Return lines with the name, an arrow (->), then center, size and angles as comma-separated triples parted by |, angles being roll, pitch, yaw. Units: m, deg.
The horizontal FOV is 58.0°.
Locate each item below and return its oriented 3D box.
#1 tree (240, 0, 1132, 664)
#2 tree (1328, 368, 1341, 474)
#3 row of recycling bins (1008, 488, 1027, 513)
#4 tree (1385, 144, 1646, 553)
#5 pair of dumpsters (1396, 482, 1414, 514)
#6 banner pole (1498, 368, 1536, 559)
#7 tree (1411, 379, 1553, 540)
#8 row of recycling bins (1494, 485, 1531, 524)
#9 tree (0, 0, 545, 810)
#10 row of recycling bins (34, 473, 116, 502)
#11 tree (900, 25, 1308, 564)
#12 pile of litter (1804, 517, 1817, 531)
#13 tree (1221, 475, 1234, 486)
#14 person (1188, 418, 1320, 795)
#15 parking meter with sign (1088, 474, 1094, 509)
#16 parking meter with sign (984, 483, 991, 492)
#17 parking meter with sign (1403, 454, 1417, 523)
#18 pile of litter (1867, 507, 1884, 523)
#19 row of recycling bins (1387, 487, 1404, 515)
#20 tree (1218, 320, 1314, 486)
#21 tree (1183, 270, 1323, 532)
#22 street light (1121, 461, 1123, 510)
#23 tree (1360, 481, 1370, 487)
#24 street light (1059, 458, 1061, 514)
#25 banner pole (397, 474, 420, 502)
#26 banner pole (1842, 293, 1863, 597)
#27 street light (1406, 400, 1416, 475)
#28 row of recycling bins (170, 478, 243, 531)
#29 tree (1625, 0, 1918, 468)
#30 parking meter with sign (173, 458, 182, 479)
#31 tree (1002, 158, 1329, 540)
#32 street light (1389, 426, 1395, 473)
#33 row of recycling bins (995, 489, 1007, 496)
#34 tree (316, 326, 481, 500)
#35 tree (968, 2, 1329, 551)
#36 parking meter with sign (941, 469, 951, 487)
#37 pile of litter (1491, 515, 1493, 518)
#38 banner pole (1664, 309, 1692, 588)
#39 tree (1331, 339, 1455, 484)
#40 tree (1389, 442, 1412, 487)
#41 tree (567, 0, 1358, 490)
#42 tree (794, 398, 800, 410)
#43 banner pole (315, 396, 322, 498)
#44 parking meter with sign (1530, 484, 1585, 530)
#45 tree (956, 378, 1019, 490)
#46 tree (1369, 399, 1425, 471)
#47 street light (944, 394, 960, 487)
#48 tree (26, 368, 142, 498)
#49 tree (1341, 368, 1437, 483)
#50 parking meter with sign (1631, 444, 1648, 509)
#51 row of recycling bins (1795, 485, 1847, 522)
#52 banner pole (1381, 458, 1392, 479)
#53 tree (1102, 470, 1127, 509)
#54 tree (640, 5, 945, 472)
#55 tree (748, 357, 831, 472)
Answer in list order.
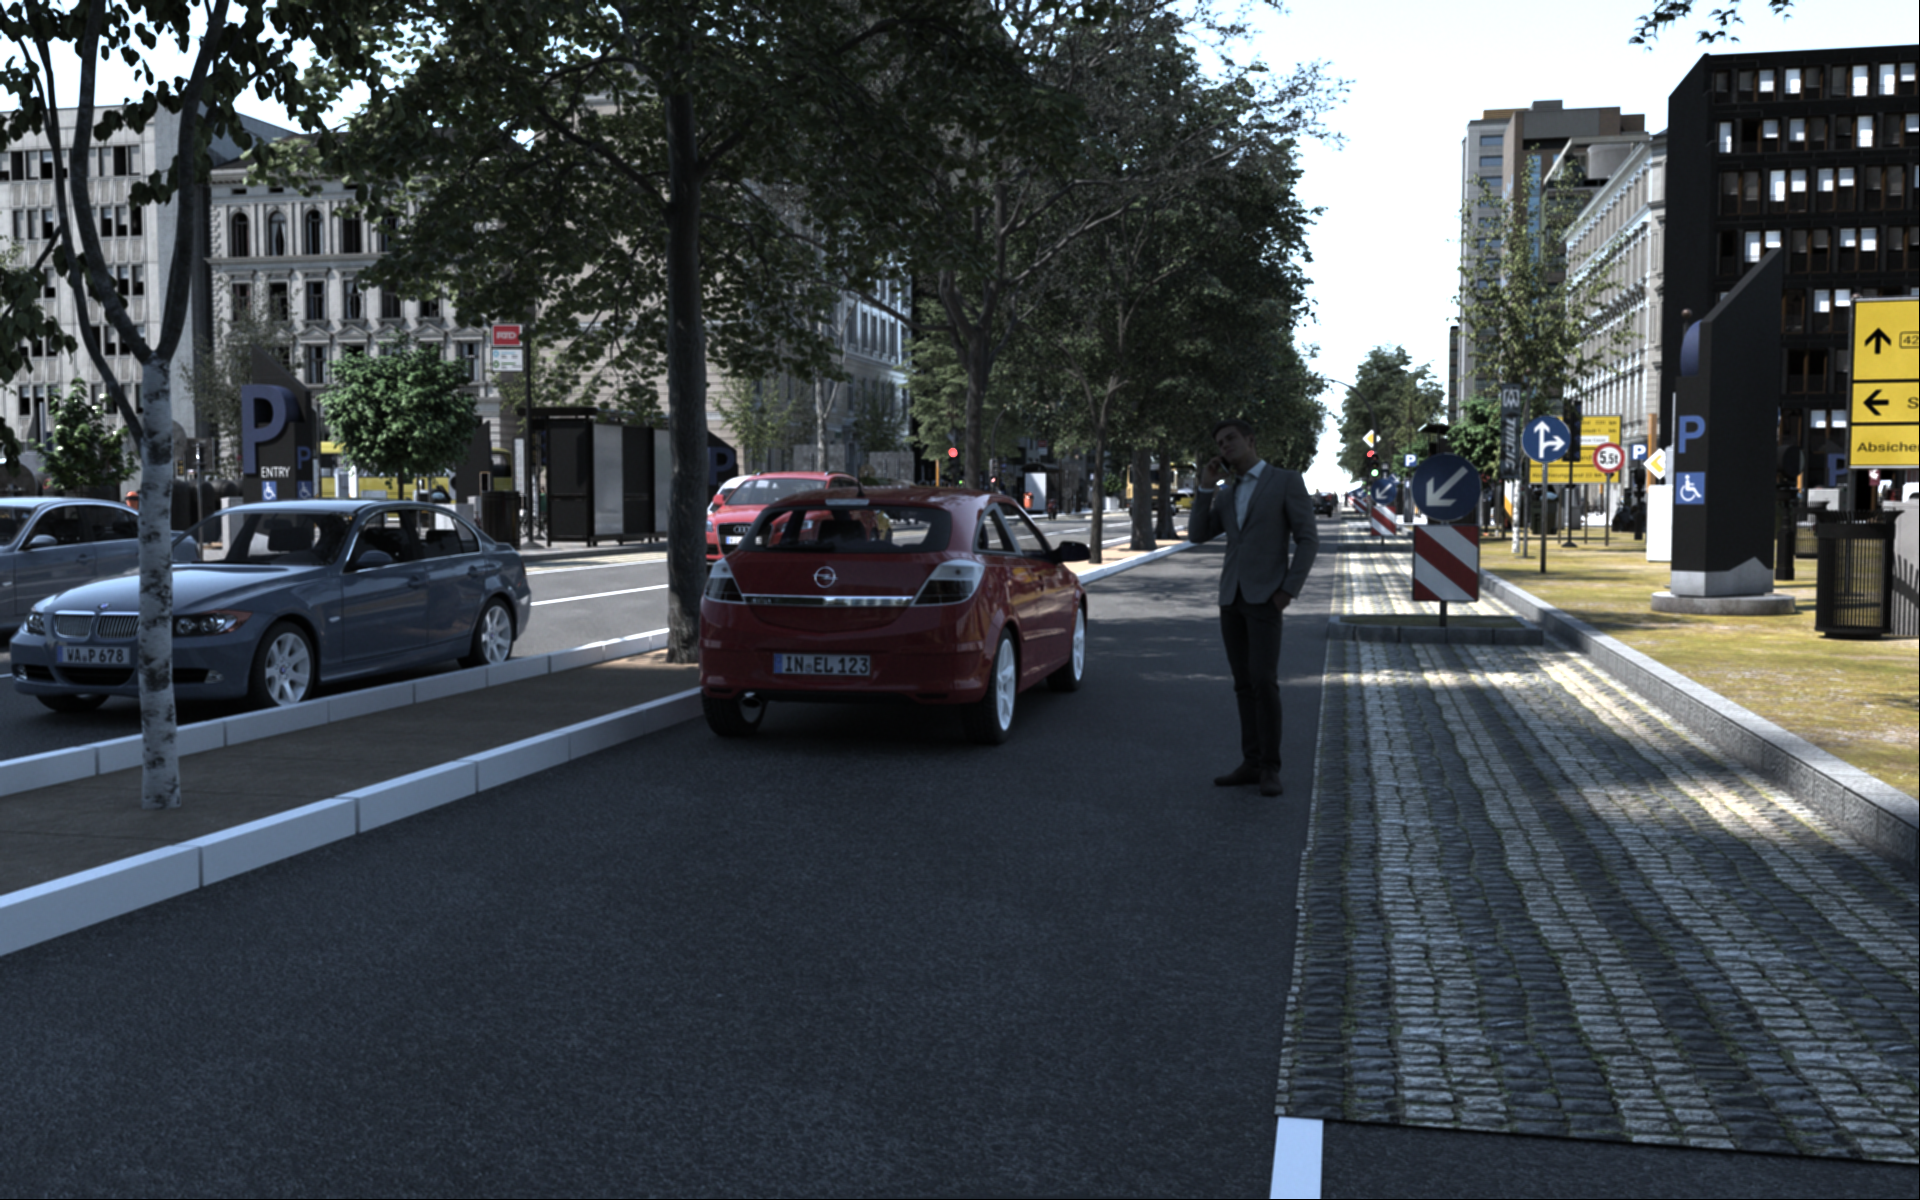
tree -> -2.268, -5.707, 13.894 | 7.486, 12.596, 7.792 | 0, 3, 0
tree -> 15.043, -10.536, 91.735 | 9.611, 12.733, 9.660 | 0, 3, 0
row of recycling bins -> 4.624, -6.898, 119.890 | 1.069, 1.692, 3.534 | 2, 4, 25
tree -> 12.325, -5.333, 37.562 | 4.737, 8.622, 4.395 | 0, 3, 0
pair of dumpsters -> 28.435, -6.638, 111.019 | 1.574, 2.255, 4.437 | 1, 4, 12
banner pole -> 11.082, -2.718, 34.456 | 0.863, 3.779, 0.401 | -1, 4, -17
tree -> 15.372, -3.986, 48.890 | 4.285, 4.588, 4.351 | 0, 3, 0
row of recycling bins -> 23.918, -4.156, 75.058 | 1.069, 1.692, 3.534 | 2, 4, 32
tree -> -3.624, -3.366, 7.861 | 4.737, 8.622, 4.395 | 0, 3, 0
row of recycling bins -> -17.733, -1.638, 33.898 | 3.534, 1.692, 1.069 | 2, 4, 34
tree -> 2.661, -5.983, 34.696 | 8.767, 10.594, 7.601 | 1, 4, 12
pile of litter -> 30.125, -2.829, 60.220 | 1.176, 0.858, 1.719 | 0, 4, -5
tree -> 43.118, -19.957, 276.651 | 4.737, 8.622, 4.395 | 0, 3, 0
person -> 1.423, 0.014, 8.451 | 0.473, 1.802, 0.592 | -2, 4, -28
parking meter with sign -> 11.287, -9.348, 149.094 | 0.543, 3.016, 1.738 | 0, 4, -6
parking meter with sign -> 1.961, -7.289, 115.433 | 0.543, 3.016, 1.738 | 3, 5, 43
parking meter with sign -> 19.839, -4.906, 76.468 | 0.543, 3.016, 1.738 | 1, 4, 13
pile of litter -> 39.235, -3.661, 73.822 | 1.719, 0.858, 1.176 | -1, 4, -17
row of recycling bins -> 26.640, -6.036, 105.802 | 1.069, 1.692, 3.534 | 1, 4, 16
tree -> 12.912, -9.911, 82.636 | 7.486, 12.596, 7.792 | 0, 3, 0
tree -> 8.872, -8.333, 64.462 | 9.928, 11.665, 9.643 | 0, 3, 0
street light -> 13.327, -10.346, 141.946 | 0.468, 5.910, 1.993 | 1, 4, 12
tree -> 55.728, -15.169, 231.726 | 4.285, 4.588, 4.351 | 0, 3, 0
street light -> 6.432, -8.448, 110.907 | 0.468, 5.910, 1.993 | 1, 4, 12
banner pole -> -16.555, -3.801, 52.158 | 0.863, 3.779, 0.401 | 0, 4, 0
banner pole -> 11.311, -1.926, 21.514 | 0.401, 3.779, 0.863 | -3, 4, -36
street light -> 22.204, -6.894, 85.508 | 0.468, 5.910, 1.993 | 1, 4, 12
row of recycling bins -> -20.149, -2.406, 46.456 | 1.069, 1.692, 3.534 | 1, 4, 15
tree -> 5.470, -4.462, 7.359 | 7.601, 10.594, 8.767 | 1, 4, 21
parking meter with sign -> -28.437, -4.019, 61.964 | 1.738, 3.016, 0.543 | 3, 5, 43
tree -> 6.447, -8.243, 54.243 | 9.611, 12.733, 9.660 | 0, 3, 0
street light -> 29.088, -8.797, 116.617 | 0.468, 5.910, 1.993 | 1, 4, 12
row of recycling bins -> 2.314, -8.120, 139.882 | 3.534, 1.692, 1.069 | -1, 4, -14
tree -> -10.940, -3.079, 34.059 | 4.285, 4.588, 4.351 | 0, 3, 0
tree -> 4.626, -8.209, 43.322 | 9.857, 13.997, 8.962 | 0, 3, 0
parking meter with sign -> -0.842, -6.766, 106.892 | 0.543, 3.016, 1.738 | -2, 4, -26
pile of litter -> 28.826, -4.796, 92.381 | 1.176, 0.858, 1.719 | 0, 4, -3
banner pole -> 9.892, -2.036, 23.303 | 0.401, 3.779, 0.863 | -1, 4, -17
tree -> 35.522, -14.321, 140.796 | 9.857, 13.997, 8.962 | 0, 3, 0
tree -> 24.586, -6.631, 92.131 | 4.285, 4.588, 4.351 | 0, 3, 0
tree -> 0.191, -6.807, 24.125 | 12.009, 13.543, 11.850 | 0, 3, 0
tree -> -10.291, -8.250, 85.243 | 4.737, 8.622, 4.395 | 0, 3, 0
banner pole -> -16.278, -3.302, 44.011 | 0.401, 3.779, 0.863 | -1, 4, -18
parking meter with sign -> 21.218, -4.000, 61.654 | 1.738, 3.016, 0.543 | 1, 4, 19
tree -> 1.683, -8.798, 94.213 | 4.360, 8.622, 3.978 | 0, 3, 0
tree -> 33.273, -11.067, 131.306 | 4.360, 8.622, 3.978 | 0, 3, 0
street light -> -0.338, -6.548, 79.840 | 0.468, 5.910, 1.993 | 1, 4, 12
tree -> -13.340, -1.926, 26.084 | 1.663, 3.219, 1.824 | 0, 3, 0
tree -> 38.449, -14.486, 153.855 | 9.611, 12.733, 9.660 | 0, 3, 0
parking meter with sign -> 24.049, -3.978, 61.305 | 0.543, 3.016, 1.738 | 2, 4, 24
row of recycling bins -> 39.829, -4.538, 81.315 | 3.534, 1.692, 1.069 | 1, 4, 22
banner pole -> 29.537, -7.936, 119.764 | 0.863, 3.779, 0.401 | 0, 4, 8
tree -> 12.024, -8.698, 136.817 | 1.663, 3.219, 1.824 | 0, 3, 0
tree -> -6.101, -12.601, 61.908 | 12.611, 20.169, 13.585 | 0, 3, 0
tree -> -8.605, -8.538, 89.956 | 4.360, 8.622, 3.978 | 0, 3, 0
